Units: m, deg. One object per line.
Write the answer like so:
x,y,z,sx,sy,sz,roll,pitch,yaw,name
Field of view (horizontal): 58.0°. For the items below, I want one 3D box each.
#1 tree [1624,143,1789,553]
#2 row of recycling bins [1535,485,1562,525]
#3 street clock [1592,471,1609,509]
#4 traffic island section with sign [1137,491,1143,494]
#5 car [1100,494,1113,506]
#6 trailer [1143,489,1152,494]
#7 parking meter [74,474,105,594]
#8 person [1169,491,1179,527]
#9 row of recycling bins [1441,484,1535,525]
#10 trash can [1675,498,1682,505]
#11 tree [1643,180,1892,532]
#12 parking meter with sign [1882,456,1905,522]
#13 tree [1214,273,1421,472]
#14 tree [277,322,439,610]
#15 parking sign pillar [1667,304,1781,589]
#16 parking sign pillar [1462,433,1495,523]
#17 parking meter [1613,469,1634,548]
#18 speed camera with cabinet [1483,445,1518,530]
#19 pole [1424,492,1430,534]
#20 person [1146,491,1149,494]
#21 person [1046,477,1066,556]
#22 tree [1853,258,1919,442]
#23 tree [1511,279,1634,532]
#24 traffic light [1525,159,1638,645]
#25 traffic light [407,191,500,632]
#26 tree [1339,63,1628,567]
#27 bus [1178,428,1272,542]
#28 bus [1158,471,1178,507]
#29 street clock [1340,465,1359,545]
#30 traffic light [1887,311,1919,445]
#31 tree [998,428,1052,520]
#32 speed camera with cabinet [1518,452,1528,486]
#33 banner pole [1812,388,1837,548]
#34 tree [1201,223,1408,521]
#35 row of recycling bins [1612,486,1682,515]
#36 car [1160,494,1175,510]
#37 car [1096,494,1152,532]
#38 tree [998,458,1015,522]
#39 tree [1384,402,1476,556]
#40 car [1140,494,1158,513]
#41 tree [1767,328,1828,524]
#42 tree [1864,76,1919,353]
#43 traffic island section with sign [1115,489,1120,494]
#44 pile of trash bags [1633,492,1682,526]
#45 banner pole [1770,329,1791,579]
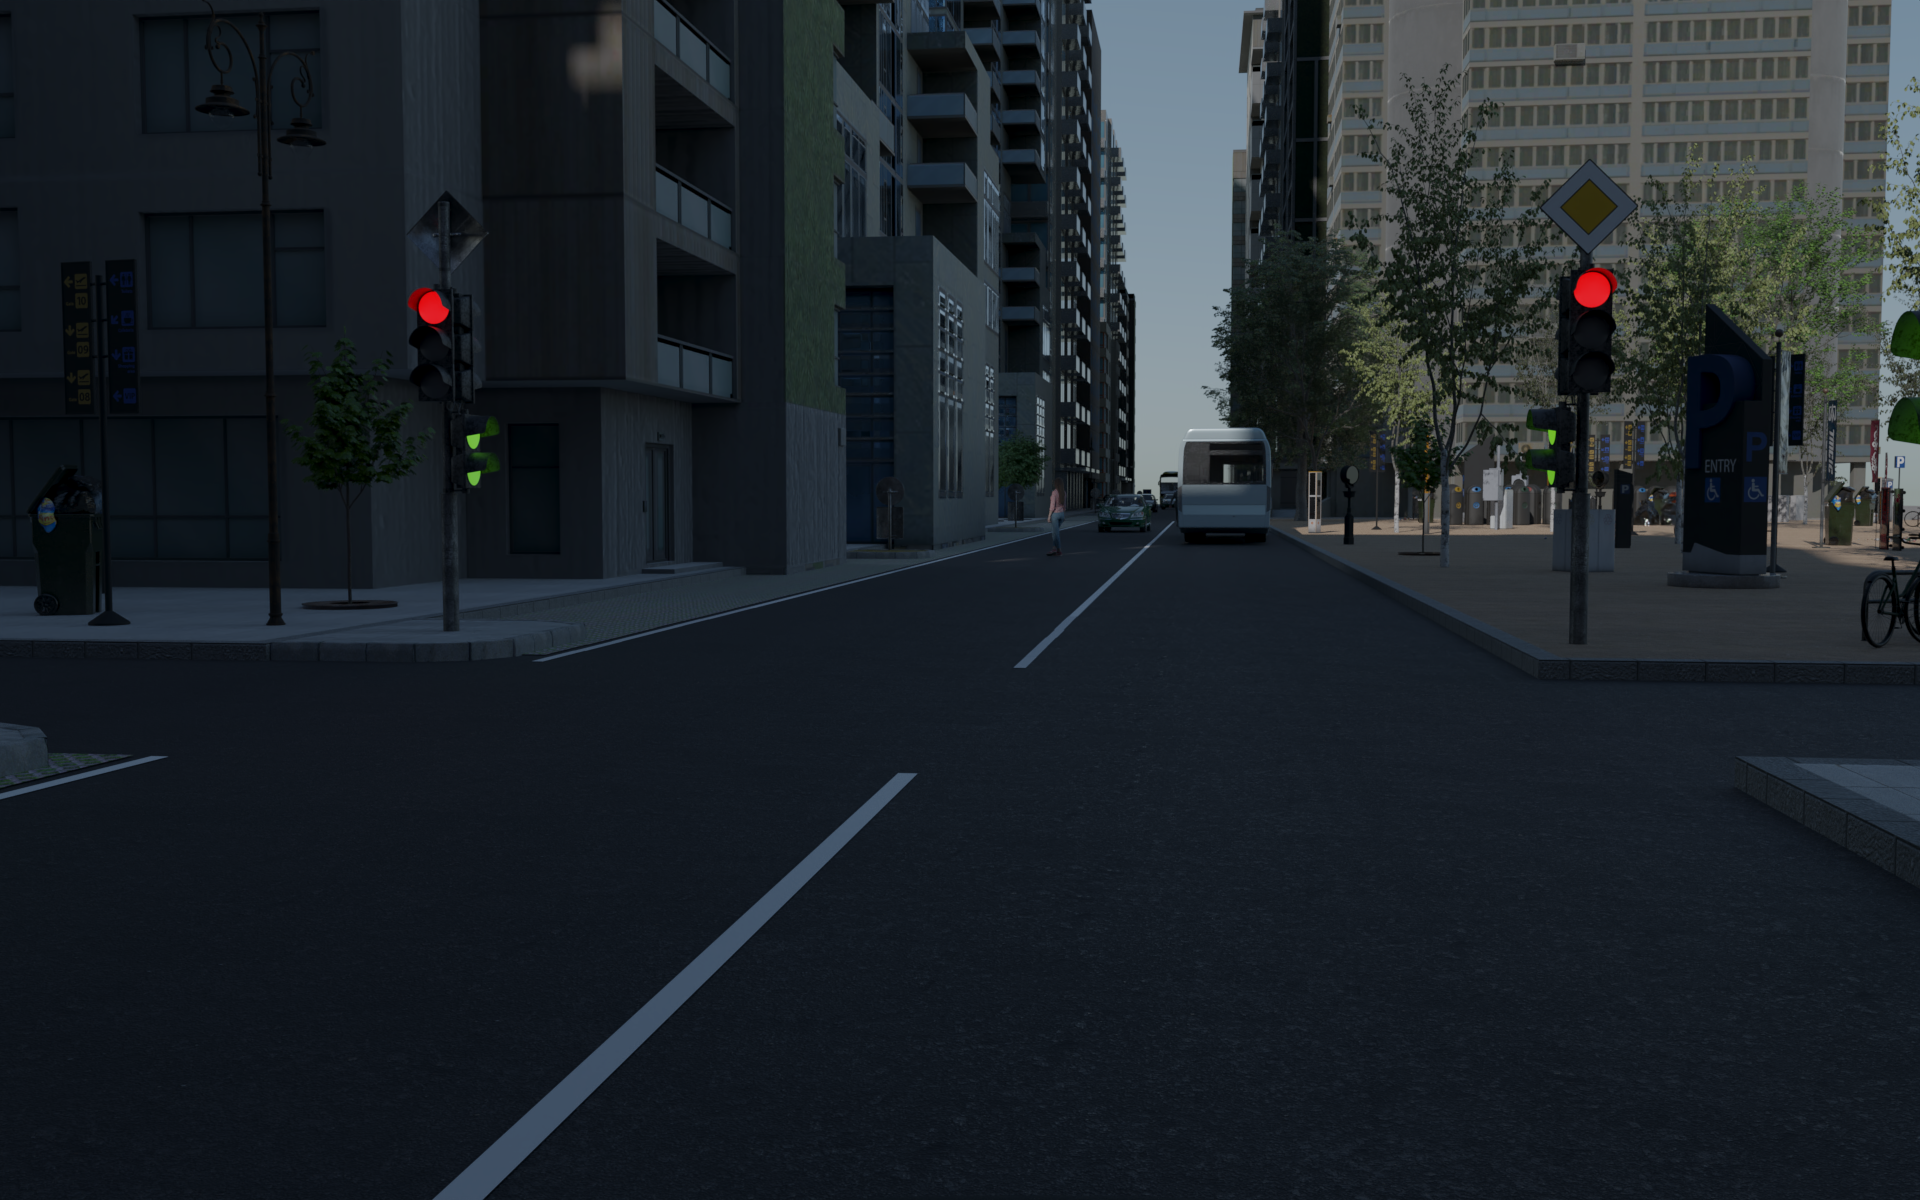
15.971,-5.322,37.378,4.737,8.622,4.395,0,3,0,tree
23.826,-4.072,73.688,3.534,1.692,1.069,2,4,34,row of recycling bins
19.725,-2.985,53.370,0.358,2.002,0.471,-2,4,-31,street clock
24.144,-13.087,222.600,1.989,1.847,2.006,0,4,8,traffic island section with sign
11.522,-7.410,130.941,2.009,1.686,4.222,0,4,6,car
21.961,-12.007,203.368,1.471,1.999,3.904,0,4,7,trailer
-11.200,-0.846,22.249,0.372,1.533,0.369,0,3,0,parking meter
9.647,-4.159,76.280,0.659,1.850,0.755,2,4,28,person
21.652,-3.935,71.448,3.534,1.692,1.069,0,4,6,row of recycling bins
26.625,-3.178,63.613,0.748,1.137,0.748,0,3,0,trash can
27.263,-8.139,58.821,9.928,11.665,9.643,0,3,0,tree
42.773,-5.132,80.162,0.543,3.016,1.738,-1,4,-18,parking meter with sign
14.996,-8.439,72.391,8.767,10.594,7.601,0,4,3,tree
-6.968,-1.518,19.427,1.663,3.219,1.824,0,3,0,tree
10.609,-2.171,23.967,1.447,3.967,1.447,-1,4,-11,parking sign pillar
23.020,-5.410,76.925,1.447,3.967,1.447,0,4,5,parking sign pillar
15.720,-2.162,41.053,0.399,1.863,0.255,0,4,-1,parking meter
19.549,-4.195,62.922,0.660,3.252,2.038,2,4,32,speed camera with cabinet
14.878,-3.752,55.190,0.158,3.312,0.155,0,3,0,pole
19.876,-10.714,184.504,0.721,1.723,1.217,-3,5,-39,person
2.255,-1.932,40.094,0.388,1.821,0.555,2,4,34,person
28.686,-6.160,51.086,4.360,8.622,3.978,0,3,0,tree
20.311,-6.623,58.645,4.360,8.622,3.978,0,3,0,tree
5.271,-1.577,14.710,0.839,4.253,0.868,0,4,8,traffic light
-4.745,-1.662,16.093,0.839,4.253,0.868,0,4,8,traffic light
8.523,-4.865,29.912,4.737,8.622,4.395,0,3,0,tree
8.449,-3.664,54.770,2.948,3.499,13.247,1,4,9,bus
22.955,-12.029,188.224,2.896,3.916,12.252,0,4,6,bus
9.876,-2.408,43.945,0.471,2.002,0.358,-2,4,-35,street clock
4.162,-1.094,6.802,0.839,4.253,0.868,0,4,8,traffic light
2.965,-6.300,86.715,4.285,4.588,4.351,0,3,0,tree
25.811,-5.364,82.036,2.038,3.252,0.660,2,4,29,speed camera with cabinet
20.437,-3.105,40.788,0.401,3.779,0.863,0,4,3,banner pole
16.432,-10.753,82.465,9.857,13.997,8.962,0,3,0,tree
34.056,-4.822,85.952,3.534,1.692,1.069,-1,4,-9,row of recycling bins
19.745,-9.145,161.314,2.131,1.459,4.920,1,4,10,car
6.344,-3.343,66.460,2.131,1.459,4.920,1,4,10,car
1.446,-5.293,81.142,1.663,3.219,1.824,0,3,0,tree
9.692,-2.562,36.487,1.663,3.219,1.824,0,3,0,tree
14.564,-7.706,135.781,2.009,1.686,4.222,1,4,10,car
35.766,-7.504,73.056,4.360,8.622,3.978,0,3,0,tree
16.780,-4.774,28.418,4.737,8.622,4.395,0,3,0,tree
12.773,-8.126,141.483,1.989,1.847,2.006,0,4,8,traffic island section with sign
29.153,-3.790,71.714,1.912,1.369,3.447,3,4,38,pile of trash bags
12.563,-2.233,26.525,0.401,3.779,0.863,3,5,41,banner pole
